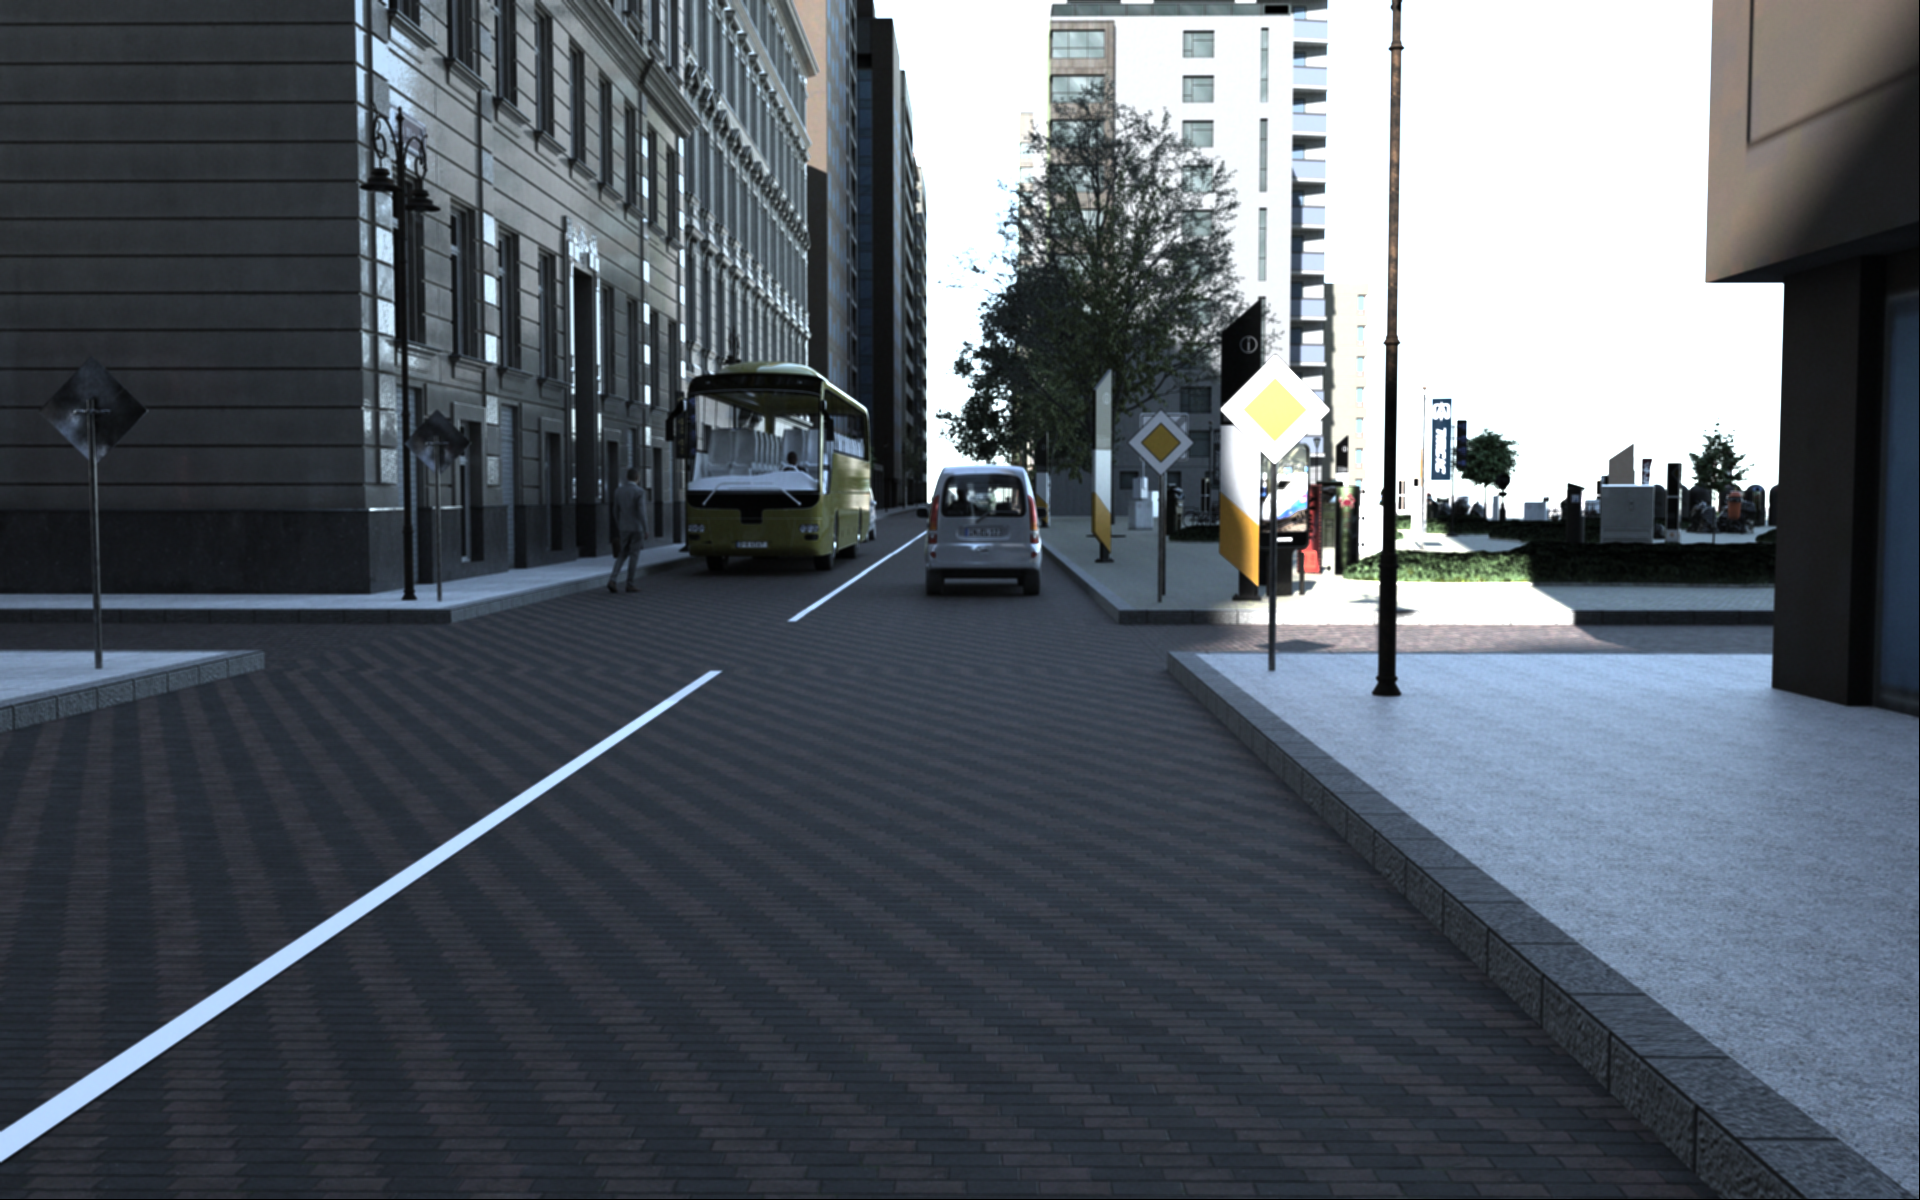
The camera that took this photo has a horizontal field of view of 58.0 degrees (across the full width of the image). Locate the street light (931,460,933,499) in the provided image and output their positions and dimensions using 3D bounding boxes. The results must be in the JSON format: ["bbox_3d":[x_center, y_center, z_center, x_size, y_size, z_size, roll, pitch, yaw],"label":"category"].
[{"bbox_3d":[-3.861,-16.069,235.520,0.468,5.910,1.993,0,4,1],"label":"street light"}]

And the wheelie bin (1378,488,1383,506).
[{"bbox_3d":[23.469,-5.337,95.161,0.980,1.594,0.693,-1,4,-21],"label":"wheelie bin"}]

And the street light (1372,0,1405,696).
[{"bbox_3d":[2.728,-2.331,10.899,0.468,5.910,1.993,0,4,1],"label":"street light"}]

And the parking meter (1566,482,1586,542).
[{"bbox_3d":[12.995,-1.722,36.567,0.372,1.533,0.369,0,3,0],"label":"parking meter"}]

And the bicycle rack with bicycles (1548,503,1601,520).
[{"bbox_3d":[25.749,-3.609,72.388,2.925,0.926,2.852,-3,5,-40],"label":"bicycle rack with bicycles"}]

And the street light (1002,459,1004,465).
[{"bbox_3d":[5.149,-13.918,200.349,0.468,5.910,1.993,0,4,1],"label":"street light"}]

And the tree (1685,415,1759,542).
[{"bbox_3d":[18.564,-2.914,42.245,1.663,3.219,1.824,0,3,0],"label":"tree"}]

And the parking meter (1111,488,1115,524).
[{"bbox_3d":[6.369,-3.968,73.291,0.372,1.533,0.369,0,3,0],"label":"parking meter"}]

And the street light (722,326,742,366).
[{"bbox_3d":[-6.213,-4.587,47.784,0.468,5.910,1.993,0,4,1],"label":"street light"}]

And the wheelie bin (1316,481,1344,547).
[{"bbox_3d":[8.942,-2.071,41.773,0.980,1.594,0.693,1,4,12],"label":"wheelie bin"}]

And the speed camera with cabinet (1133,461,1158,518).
[{"bbox_3d":[10.195,-6.122,94.435,0.660,3.252,2.038,3,4,39],"label":"speed camera with cabinet"}]

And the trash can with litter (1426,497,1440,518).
[{"bbox_3d":[19.139,-3.538,69.241,1.055,1.170,0.624,1,4,16],"label":"trash can with litter"}]

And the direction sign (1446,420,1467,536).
[{"bbox_3d":[14.984,-3.709,52.640,0.876,3.537,0.379,-1,4,-12],"label":"direction sign"}]

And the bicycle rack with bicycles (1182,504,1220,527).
[{"bbox_3d":[9.647,-3.116,64.326,2.925,0.926,2.852,2,4,25],"label":"bicycle rack with bicycles"}]

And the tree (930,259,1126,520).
[{"bbox_3d":[3.696,-10.223,84.158,9.611,12.733,9.660,0,3,0],"label":"tree"}]

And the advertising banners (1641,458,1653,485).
[{"bbox_3d":[32.439,-5.365,83.913,2.074,3.025,0.090,1,4,19],"label":"advertising banners"}]

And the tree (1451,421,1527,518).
[{"bbox_3d":[23.578,-5.725,77.315,4.285,4.588,4.351,0,3,0],"label":"tree"}]

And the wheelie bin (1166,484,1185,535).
[{"bbox_3d":[6.631,-2.835,54.255,0.693,1.594,0.980,2,4,29],"label":"wheelie bin"}]

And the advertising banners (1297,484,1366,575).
[{"bbox_3d":[5.653,-1.935,27.825,0.090,3.025,2.074,-3,4,-39],"label":"advertising banners"}]

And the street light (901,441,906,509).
[{"bbox_3d":[-4.927,-10.940,151.652,0.468,5.910,1.993,0,4,1],"label":"street light"}]

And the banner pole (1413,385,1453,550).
[{"bbox_3d":[10.871,-3.042,39.750,0.863,3.779,0.401,2,4,26],"label":"banner pole"}]

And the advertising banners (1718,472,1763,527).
[{"bbox_3d":[30.774,-4.400,68.123,2.074,3.025,0.090,-1,4,-20],"label":"advertising banners"}]

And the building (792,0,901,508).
[{"bbox_3d":[-12.726,-31.276,161.469,14.600,45.320,14.200,0,4,1],"label":"building"}]

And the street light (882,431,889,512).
[{"bbox_3d":[-5.298,-9.269,124.336,0.468,5.910,1.993,0,4,1],"label":"street light"}]

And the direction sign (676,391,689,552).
[{"bbox_3d":[-6.076,-2.843,38.476,0.379,3.537,0.876,1,4,19],"label":"direction sign"}]

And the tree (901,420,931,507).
[{"bbox_3d":[-5.165,-13.604,172.782,4.360,8.622,3.978,0,3,0],"label":"tree"}]

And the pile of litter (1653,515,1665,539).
[{"bbox_3d":[19.992,-2.220,50.256,1.176,0.858,1.719,-2,4,-31],"label":"pile of litter"}]

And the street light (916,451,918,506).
[{"bbox_3d":[-4.508,-12.716,180.695,0.468,5.910,1.993,0,4,1],"label":"street light"}]

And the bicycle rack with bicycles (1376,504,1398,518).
[{"bbox_3d":[14.983,-3.170,65.208,2.925,0.926,2.852,-2,4,-26],"label":"bicycle rack with bicycles"}]

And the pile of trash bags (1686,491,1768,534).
[{"bbox_3d":[25.157,-2.886,56.936,1.912,1.369,3.447,1,4,12],"label":"pile of trash bags"}]

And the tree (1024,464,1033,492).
[{"bbox_3d":[3.985,-6.930,107.900,1.663,3.219,1.824,0,3,0],"label":"tree"}]

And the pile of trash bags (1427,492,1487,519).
[{"bbox_3d":[23.112,-4.403,81.749,3.447,1.369,1.912,-2,4,-26],"label":"pile of trash bags"}]

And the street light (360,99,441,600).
[{"bbox_3d":[-6.679,-2.938,20.830,0.468,5.910,1.993,0,4,1],"label":"street light"}]

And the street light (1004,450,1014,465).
[{"bbox_3d":[4.834,-12.173,171.816,0.468,5.910,1.993,0,4,1],"label":"street light"}]

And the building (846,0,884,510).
[{"bbox_3d":[-16.895,-43.121,143.282,20.563,71.187,20.611,0,4,1],"label":"building"}]

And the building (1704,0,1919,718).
[{"bbox_3d":[11.838,-21.603,3.316,14.600,45.320,14.200,0,4,1],"label":"building"}]

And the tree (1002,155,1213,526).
[{"bbox_3d":[3.402,-5.408,38.777,4.737,8.622,4.395,0,3,0],"label":"tree"}]

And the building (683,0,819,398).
[{"bbox_3d":[-15.824,-17.835,68.014,17.030,29.872,44.131,0,4,1],"label":"building"}]

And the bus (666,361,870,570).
[{"bbox_3d":[-3.522,-2.708,35.818,2.896,3.916,12.252,0,4,1],"label":"bus"}]

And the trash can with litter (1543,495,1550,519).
[{"bbox_3d":[30.036,-4.731,88.416,1.678,1.210,2.233,-1,4,-13],"label":"trash can with litter"}]

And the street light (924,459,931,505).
[{"bbox_3d":[-4.097,-14.390,208.064,0.468,5.910,1.993,0,4,1],"label":"street light"}]

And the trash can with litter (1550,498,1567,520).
[{"bbox_3d":[28.694,-4.358,82.633,1.055,1.170,0.624,3,5,43],"label":"trash can with litter"}]

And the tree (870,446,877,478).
[{"bbox_3d":[-6.048,-6.700,93.261,4.285,4.588,4.351,0,3,0],"label":"tree"}]

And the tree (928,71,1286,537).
[{"bbox_3d":[4.243,-8.627,51.418,12.009,13.543,11.850,0,3,0],"label":"tree"}]

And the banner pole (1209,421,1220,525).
[{"bbox_3d":[8.646,-4.208,58.824,0.401,3.779,0.863,-2,4,-31],"label":"banner pole"}]

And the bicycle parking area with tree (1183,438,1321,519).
[{"bbox_3d":[15.710,-6.178,88.007,8.231,4.147,9.016,0,4,2],"label":"bicycle parking area with tree"}]

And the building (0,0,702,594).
[{"bbox_3d":[-13.025,-14.449,33.498,12.463,27.353,25.104,0,4,1],"label":"building"}]
